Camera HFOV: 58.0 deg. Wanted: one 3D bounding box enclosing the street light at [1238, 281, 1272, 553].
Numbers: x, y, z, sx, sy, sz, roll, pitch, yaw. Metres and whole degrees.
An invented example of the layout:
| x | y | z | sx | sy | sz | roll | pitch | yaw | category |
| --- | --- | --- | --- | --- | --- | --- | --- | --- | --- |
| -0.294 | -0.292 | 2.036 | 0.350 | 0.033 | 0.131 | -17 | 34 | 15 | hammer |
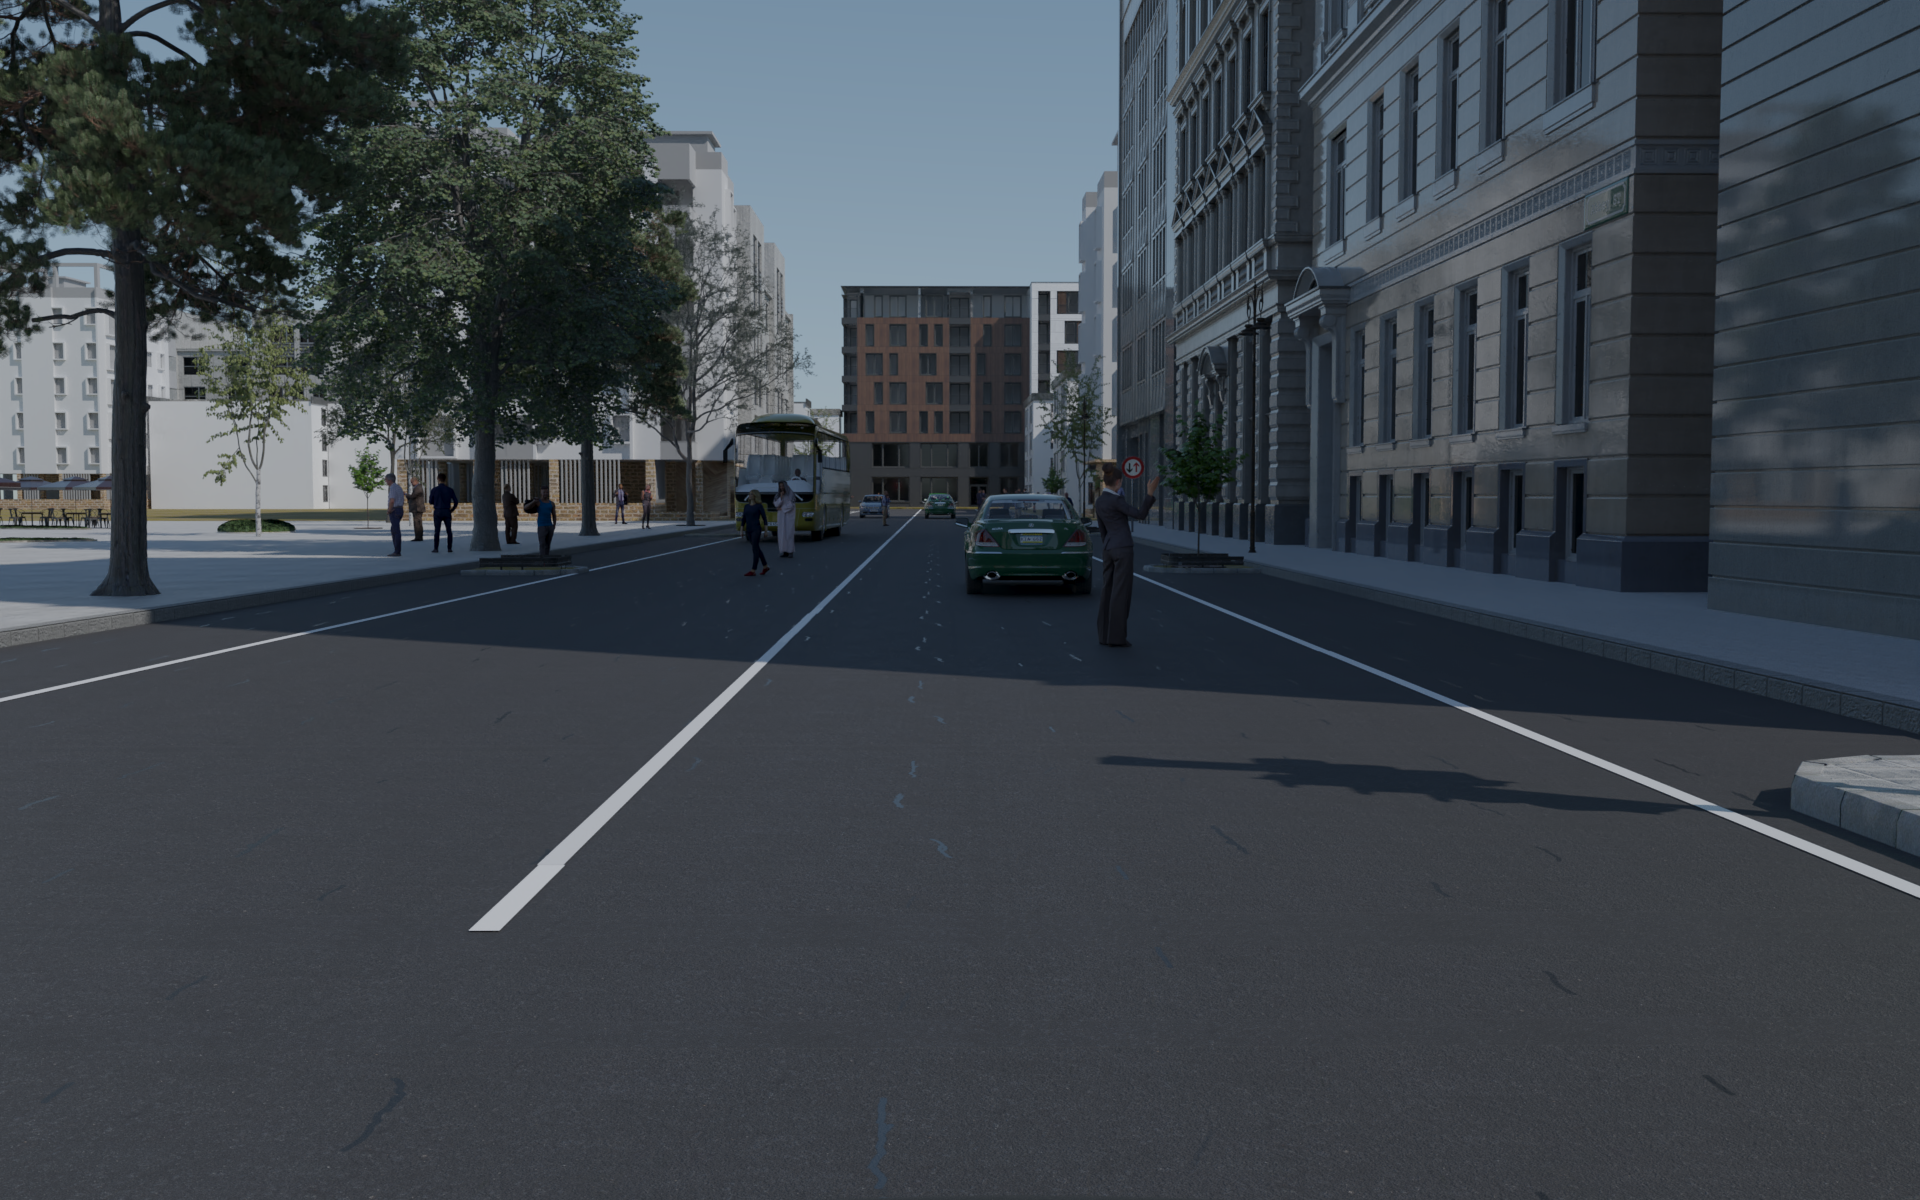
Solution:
| x | y | z | sx | sy | sz | roll | pitch | yaw | category |
| --- | --- | --- | --- | --- | --- | --- | --- | --- | --- |
| 6.397 | -3.971 | 37.717 | 0.468 | 5.910 | 1.993 | 0 | 4 | -1 | street light |

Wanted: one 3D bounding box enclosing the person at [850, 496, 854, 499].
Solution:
| x | y | z | sx | sy | sz | roll | pitch | yaw | category |
| --- | --- | --- | --- | --- | --- | --- | --- | --- | --- |
| -6.824 | -5.839 | 104.497 | 0.750 | 1.759 | 0.617 | -1 | 4 | -22 | person |

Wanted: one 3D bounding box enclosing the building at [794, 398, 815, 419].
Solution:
| x | y | z | sx | sy | sz | roll | pitch | yaw | category |
| --- | --- | --- | --- | --- | --- | --- | --- | --- | --- |
| -27.437 | -12.874 | 152.638 | 28.070 | 9.664 | 9.099 | 0 | 4 | -1 | building |

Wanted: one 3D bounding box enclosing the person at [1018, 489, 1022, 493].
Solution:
| x | y | z | sx | sy | sz | roll | pitch | yaw | category |
| --- | --- | --- | --- | --- | --- | --- | --- | --- | --- |
| 5.476 | -9.361 | 159.646 | 0.990 | 1.755 | 0.434 | 1 | 4 | 10 | person |

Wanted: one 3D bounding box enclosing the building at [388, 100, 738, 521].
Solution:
| x | y | z | sx | sy | sz | roll | pitch | yaw | category |
| --- | --- | --- | --- | --- | --- | --- | --- | --- | --- |
| -19.441 | -14.188 | 88.395 | 16.016 | 20.091 | 11.380 | 0 | 4 | -1 | building |

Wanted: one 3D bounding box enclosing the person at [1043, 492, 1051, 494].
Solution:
| x | y | z | sx | sy | sz | roll | pitch | yaw | category |
| --- | --- | --- | --- | --- | --- | --- | --- | --- | --- |
| 5.579 | -6.497 | 112.135 | 0.599 | 1.838 | 0.709 | 0 | 4 | -5 | person |

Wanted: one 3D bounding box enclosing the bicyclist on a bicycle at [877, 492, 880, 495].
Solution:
| x | y | z | sx | sy | sz | roll | pitch | yaw | category |
| --- | --- | --- | --- | --- | --- | --- | --- | --- | --- |
| -7.376 | -8.976 | 156.781 | 1.499 | 1.676 | 1.625 | 0 | 4 | -2 | bicyclist on a bicycle |

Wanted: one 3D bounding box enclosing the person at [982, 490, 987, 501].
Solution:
| x | y | z | sx | sy | sz | roll | pitch | yaw | category |
| --- | --- | --- | --- | --- | --- | --- | --- | --- | --- |
| 2.072 | -8.626 | 150.087 | 0.990 | 1.755 | 0.434 | -1 | 4 | -11 | person |

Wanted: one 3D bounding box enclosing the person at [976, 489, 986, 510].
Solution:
| x | y | z | sx | sy | sz | roll | pitch | yaw | category |
| --- | --- | --- | --- | --- | --- | --- | --- | --- | --- |
| 1.389 | -6.117 | 108.966 | 0.568 | 1.767 | 0.683 | 3 | 5 | 41 | person |

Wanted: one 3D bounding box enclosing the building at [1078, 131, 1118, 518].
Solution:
| x | y | z | sx | sy | sz | roll | pitch | yaw | category |
| --- | --- | --- | --- | --- | --- | --- | --- | --- | --- |
| 14.710 | -14.635 | 95.703 | 16.016 | 20.091 | 11.380 | 0 | 4 | -1 | building |

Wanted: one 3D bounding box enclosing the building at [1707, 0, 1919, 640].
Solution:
| x | y | z | sx | sy | sz | roll | pitch | yaw | category |
| --- | --- | --- | --- | --- | --- | --- | --- | --- | --- |
| 23.147 | -14.411 | 13.113 | 29.804 | 29.767 | 11.434 | 0 | 4 | -1 | building |

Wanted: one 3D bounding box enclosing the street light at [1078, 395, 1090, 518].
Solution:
| x | y | z | sx | sy | sz | roll | pitch | yaw | category |
| --- | --- | --- | --- | --- | --- | --- | --- | --- | --- |
| 5.840 | -6.637 | 81.303 | 0.468 | 5.910 | 1.993 | 0 | 4 | -1 | street light |

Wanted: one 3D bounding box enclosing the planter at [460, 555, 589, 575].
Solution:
| x | y | z | sx | sy | sz | roll | pitch | yaw | category |
| --- | --- | --- | --- | --- | --- | --- | --- | --- | --- |
| -7.845 | -0.635 | 31.522 | 1.991 | 0.319 | 1.994 | 0 | 4 | -1 | planter |

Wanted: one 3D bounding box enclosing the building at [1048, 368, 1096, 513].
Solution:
| x | y | z | sx | sy | sz | roll | pitch | yaw | category |
| --- | --- | --- | --- | --- | --- | --- | --- | --- | --- |
| 11.555 | -10.623 | 115.829 | 9.099 | 9.664 | 28.070 | 0 | 4 | -1 | building |

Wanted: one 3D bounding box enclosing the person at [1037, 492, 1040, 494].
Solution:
| x | y | z | sx | sy | sz | roll | pitch | yaw | category |
| --- | --- | --- | --- | --- | --- | --- | --- | --- | --- |
| 5.230 | -6.751 | 119.658 | 0.697 | 1.427 | 0.421 | -3 | 5 | -44 | person |

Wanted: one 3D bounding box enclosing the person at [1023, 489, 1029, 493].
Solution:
| x | y | z | sx | sy | sz | roll | pitch | yaw | category |
| --- | --- | --- | --- | --- | --- | --- | --- | --- | --- |
| 5.160 | -7.921 | 136.356 | 0.445 | 1.727 | 0.742 | 2 | 4 | 25 | person |

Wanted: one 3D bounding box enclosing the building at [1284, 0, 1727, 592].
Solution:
| x | y | z | sx | sy | sz | roll | pitch | yaw | category |
| --- | --- | --- | --- | --- | --- | --- | --- | --- | --- |
| 14.714 | -15.022 | 31.522 | 13.634 | 28.700 | 20.117 | 0 | 4 | -1 | building |

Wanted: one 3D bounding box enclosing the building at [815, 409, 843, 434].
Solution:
| x | y | z | sx | sy | sz | roll | pitch | yaw | category |
| --- | --- | --- | --- | --- | --- | --- | --- | --- | --- |
| -25.814 | -13.986 | 170.821 | 28.070 | 9.664 | 9.099 | 0 | 4 | -1 | building |

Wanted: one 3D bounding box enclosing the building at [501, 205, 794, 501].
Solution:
| x | y | z | sx | sy | sz | roll | pitch | yaw | category |
| --- | --- | --- | --- | --- | --- | --- | --- | --- | --- |
| -21.392 | -15.625 | 121.930 | 16.747 | 18.905 | 31.486 | 0 | 4 | -1 | building |

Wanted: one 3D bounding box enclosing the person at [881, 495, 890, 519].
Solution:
| x | y | z | sx | sy | sz | roll | pitch | yaw | category |
| --- | --- | --- | --- | --- | --- | --- | --- | --- | --- |
| -4.321 | -5.454 | 100.911 | 0.421 | 1.427 | 0.697 | -2 | 4 | -27 | person |

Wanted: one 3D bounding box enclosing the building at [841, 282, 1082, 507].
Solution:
| x | y | z | sx | sy | sz | roll | pitch | yaw | category |
| --- | --- | --- | --- | --- | --- | --- | --- | --- | --- |
| 4.507 | -20.595 | 180.707 | 32.646 | 21.610 | 27.936 | 0 | 4 | -1 | building |

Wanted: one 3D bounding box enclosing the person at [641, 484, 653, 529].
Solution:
| x | y | z | sx | sy | sz | roll | pitch | yaw | category |
| --- | --- | --- | --- | --- | --- | --- | --- | --- | --- |
| -11.450 | -3.418 | 63.403 | 0.415 | 1.643 | 0.593 | 0 | 4 | 3 | person |

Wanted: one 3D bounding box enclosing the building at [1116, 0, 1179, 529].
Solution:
| x | y | z | sx | sy | sz | roll | pitch | yaw | category |
| --- | --- | --- | --- | --- | --- | --- | --- | --- | --- |
| 13.586 | -15.540 | 72.096 | 12.078 | 24.808 | 19.932 | 0 | 4 | -1 | building |

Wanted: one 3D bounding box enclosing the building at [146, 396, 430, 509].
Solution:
| x | y | z | sx | sy | sz | roll | pitch | yaw | category |
| --- | --- | --- | --- | --- | --- | --- | --- | --- | --- |
| -55.647 | -12.904 | 153.123 | 28.070 | 9.664 | 9.099 | 0 | 4 | -1 | building |

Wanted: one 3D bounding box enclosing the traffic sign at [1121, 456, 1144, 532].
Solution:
| x | y | z | sx | sy | sz | roll | pitch | yaw | category |
| --- | --- | --- | --- | --- | --- | --- | --- | --- | --- |
| 5.795 | -3.549 | 58.134 | 0.768 | 2.556 | 0.104 | 0 | 4 | 1 | traffic sign |

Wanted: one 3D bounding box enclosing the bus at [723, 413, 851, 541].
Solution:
| x | y | z | sx | sy | sz | roll | pitch | yaw | category |
| --- | --- | --- | --- | --- | --- | --- | --- | --- | --- |
| -5.333 | -3.970 | 56.462 | 2.896 | 3.916 | 12.252 | 0 | 4 | 1 | bus |

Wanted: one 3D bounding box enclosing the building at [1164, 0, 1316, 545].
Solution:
| x | y | z | sx | sy | sz | roll | pitch | yaw | category |
| --- | --- | --- | --- | --- | --- | --- | --- | --- | --- |
| 12.577 | -13.660 | 52.222 | 11.050 | 23.489 | 19.941 | 0 | 4 | -1 | building |

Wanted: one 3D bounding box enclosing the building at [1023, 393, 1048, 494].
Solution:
| x | y | z | sx | sy | sz | roll | pitch | yaw | category |
| --- | --- | --- | --- | --- | --- | --- | --- | --- | --- |
| 10.493 | -12.336 | 143.835 | 9.099 | 9.664 | 28.070 | 0 | 4 | -1 | building |

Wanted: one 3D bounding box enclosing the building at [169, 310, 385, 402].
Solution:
| x | y | z | sx | sy | sz | roll | pitch | yaw | category |
| --- | --- | --- | --- | --- | --- | --- | --- | --- | --- |
| -67.861 | -18.844 | 174.559 | 31.486 | 18.905 | 16.747 | 0 | 4 | -1 | building |

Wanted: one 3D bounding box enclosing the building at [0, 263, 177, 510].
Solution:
| x | y | z | sx | sy | sz | roll | pitch | yaw | category |
| --- | --- | --- | --- | --- | --- | --- | --- | --- | --- |
| -75.315 | -17.854 | 148.338 | 11.380 | 20.091 | 16.016 | 0 | 4 | -1 | building |

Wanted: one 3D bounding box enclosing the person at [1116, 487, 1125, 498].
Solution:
| x | y | z | sx | sy | sz | roll | pitch | yaw | category |
| --- | --- | --- | --- | --- | --- | --- | --- | --- | --- |
| 6.708 | -4.182 | 74.287 | 0.709 | 1.838 | 0.599 | 2 | 4 | 28 | person |

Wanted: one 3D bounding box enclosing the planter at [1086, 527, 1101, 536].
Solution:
| x | y | z | sx | sy | sz | roll | pitch | yaw | category |
| --- | --- | --- | --- | --- | --- | --- | --- | --- | --- |
| 4.095 | -2.348 | 59.524 | 1.991 | 0.319 | 1.994 | 0 | 4 | -1 | planter |

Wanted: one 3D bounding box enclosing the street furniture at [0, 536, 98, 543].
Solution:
| x | y | z | sx | sy | sz | roll | pitch | yaw | category |
| --- | --- | --- | --- | --- | --- | --- | --- | --- | --- |
| -27.661 | -1.748 | 33.604 | 14.083 | 1.986 | 27.439 | 0 | 4 | -7 | street furniture |
